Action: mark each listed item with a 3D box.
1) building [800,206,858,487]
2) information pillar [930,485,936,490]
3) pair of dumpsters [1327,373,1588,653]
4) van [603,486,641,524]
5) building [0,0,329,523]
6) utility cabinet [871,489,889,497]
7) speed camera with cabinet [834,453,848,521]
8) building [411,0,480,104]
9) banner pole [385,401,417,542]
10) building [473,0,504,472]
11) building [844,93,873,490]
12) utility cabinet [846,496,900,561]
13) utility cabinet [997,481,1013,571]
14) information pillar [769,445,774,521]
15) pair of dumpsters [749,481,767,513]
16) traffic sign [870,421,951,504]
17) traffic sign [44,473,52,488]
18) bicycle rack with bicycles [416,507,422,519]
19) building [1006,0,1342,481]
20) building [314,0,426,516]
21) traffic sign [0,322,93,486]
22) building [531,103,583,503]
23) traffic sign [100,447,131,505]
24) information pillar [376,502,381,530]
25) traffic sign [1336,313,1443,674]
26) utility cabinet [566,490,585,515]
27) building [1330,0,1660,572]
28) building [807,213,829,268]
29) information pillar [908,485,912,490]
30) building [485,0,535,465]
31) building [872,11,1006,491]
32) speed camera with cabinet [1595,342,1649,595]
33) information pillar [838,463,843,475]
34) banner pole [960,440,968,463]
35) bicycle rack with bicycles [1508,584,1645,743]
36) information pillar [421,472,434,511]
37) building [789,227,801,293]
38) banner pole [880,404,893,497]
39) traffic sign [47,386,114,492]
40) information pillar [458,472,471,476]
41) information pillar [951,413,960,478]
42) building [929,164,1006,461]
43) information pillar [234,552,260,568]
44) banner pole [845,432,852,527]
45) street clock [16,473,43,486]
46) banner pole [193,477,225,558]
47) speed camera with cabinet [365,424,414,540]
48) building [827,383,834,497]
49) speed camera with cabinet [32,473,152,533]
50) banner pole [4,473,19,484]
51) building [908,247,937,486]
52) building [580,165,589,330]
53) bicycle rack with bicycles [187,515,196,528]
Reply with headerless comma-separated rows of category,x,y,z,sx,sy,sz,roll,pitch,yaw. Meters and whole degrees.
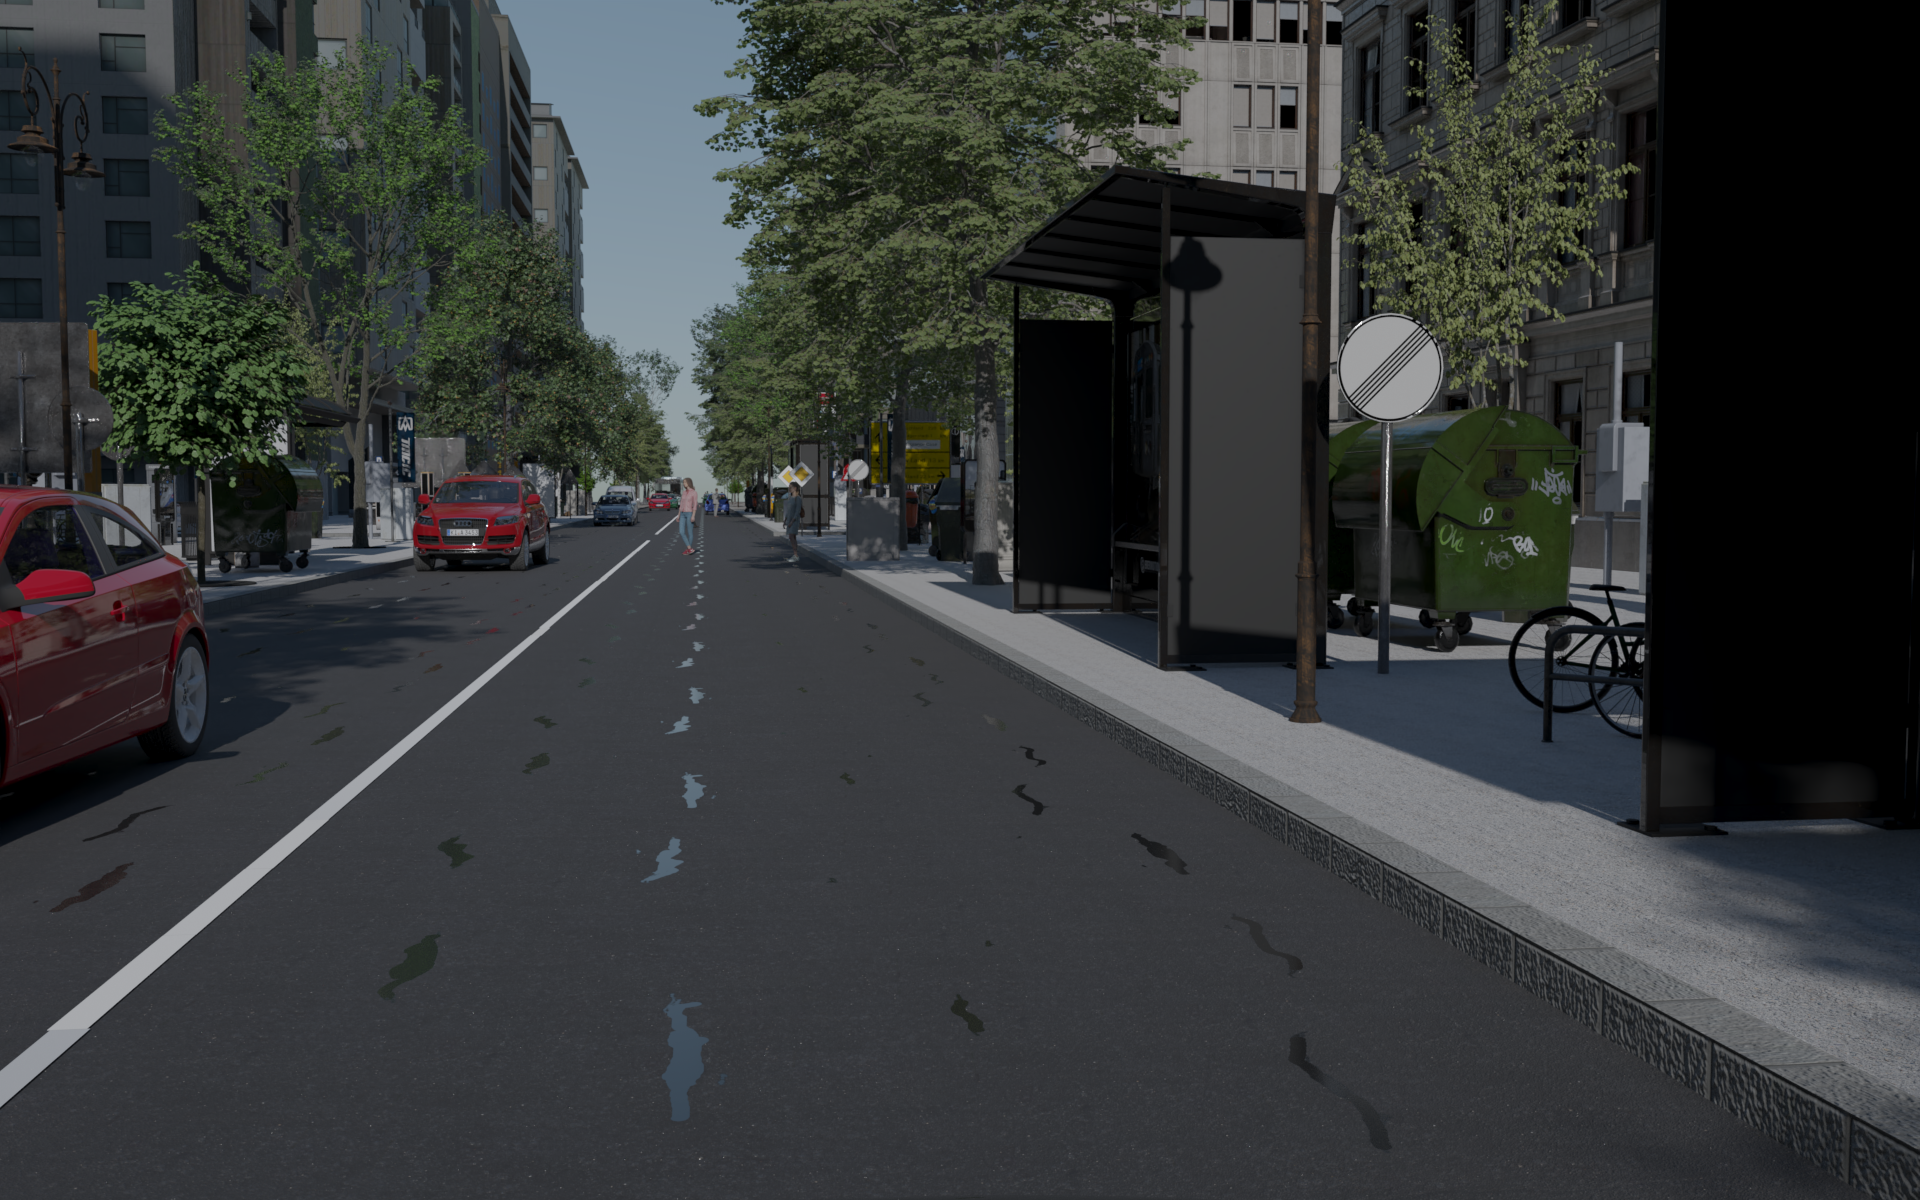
building,-17.070,-37.656,265.791,14.600,45.320,14.200,-1,4,-8
information pillar,-1.289,-4.982,85.939,0.304,2.012,0.304,2,4,35
pair of dumpsters,4.053,-0.826,15.991,1.574,2.255,4.437,-1,4,-8
van,-16.744,-4.792,85.363,2.013,2.044,4.112,-1,4,-10
building,-37.393,-18.706,77.544,14.160,30.474,14.107,-1,4,-8
utility cabinet,-3.582,-4.208,77.479,0.318,1.500,1.173,-2,4,-34
speed camera with cabinet,-5.726,-5.441,83.297,0.660,3.252,2.038,0,4,-4
building,-45.832,-27.738,137.105,14.154,41.232,14.086,-1,4,-8
banner pole,-15.036,-3.457,46.532,0.863,3.779,0.401,-2,4,-24
building,-47.840,-30.645,151.160,14.600,45.320,14.200,-1,4,-8
building,-0.103,-31.703,172.965,22.147,44.769,28.867,-1,4,-8
utility cabinet,-1.685,-1.364,33.457,1.020,1.237,0.306,0,4,-6
utility cabinet,0.968,-1.226,28.721,1.173,1.500,0.318,-1,4,-21
information pillar,-9.072,-5.624,83.303,0.183,3.616,0.504,-1,4,-11
pair of dumpsters,-13.678,-7.136,119.162,1.574,2.255,4.437,-1,4,-9
traffic sign,-1.374,-3.318,48.119,2.265,3.308,0.079,0,4,0
traffic sign,-11.447,-1.324,21.754,0.768,2.556,0.104,0,4,-4
bicycle rack with bicycles,-26.271,-4.553,87.829,2.852,0.926,2.925,0,4,-2
building,12.936,-15.981,79.309,19.932,24.808,12.078,-1,4,-8
building,-49.473,-31.866,110.247,28.713,52.752,27.495,-1,4,-8
traffic sign,-11.459,-1.634,20.593,2.265,3.308,0.079,0,4,1
building,-67.648,-39.548,235.843,28.713,52.752,27.495,-1,4,-8
traffic sign,-12.802,-1.609,26.415,0.768,2.556,0.104,0,4,1
information pillar,-20.711,-3.519,62.028,0.304,2.012,0.304,2,4,30
traffic sign,3.028,-0.746,12.307,0.768,2.556,0.104,0,4,-4
utility cabinet,-23.253,-5.889,104.961,1.173,1.500,0.318,1,4,13
building,15.015,-10.329,33.511,10.561,19.102,19.286,-1,4,-8
building,-15.314,-34.759,251.905,14.154,41.232,14.086,-1,4,-8
information pillar,-3.373,-7.024,119.336,0.304,2.012,0.304,3,5,41
building,-53.372,-33.309,168.306,21.300,48.544,21.600,-1,4,-8
building,-0.833,-28.591,151.054,14.154,41.232,14.086,-1,4,-8
speed camera with cabinet,8.882,-1.692,22.008,0.660,3.252,2.038,-1,4,-10
information pillar,-8.567,-8.052,123.005,0.504,3.616,0.183,-1,4,-9
banner pole,0.167,-5.544,80.657,0.401,3.779,0.863,-2,4,-33
bicycle rack with bicycles,4.258,0.257,9.188,2.925,0.926,2.852,3,5,44
information pillar,-17.991,-3.306,58.539,0.304,2.012,0.304,1,4,16
building,-16.733,-40.418,284.530,21.300,48.544,21.600,-1,4,-8
banner pole,-1.921,-3.507,47.358,0.863,3.779,0.401,0,4,4
traffic sign,-10.375,-1.244,20.448,0.768,2.556,0.104,0,4,-2
information pillar,-16.706,-3.302,58.475,0.304,2.012,0.304,3,4,36
information pillar,-0.211,-3.557,49.516,0.504,3.616,0.183,0,4,2
building,5.979,-16.069,104.526,13.314,21.916,24.055,-1,4,-8
information pillar,-12.388,-1.562,30.038,0.304,2.012,0.304,1,4,11
banner pole,-4.312,-4.783,68.219,0.401,3.779,0.863,0,4,4
street clock,-14.281,-1.348,26.604,0.358,2.002,0.471,1,4,9
banner pole,-14.914,-2.718,34.458,0.401,3.779,0.863,2,4,25
speed camera with cabinet,-16.076,-3.326,48.710,0.660,3.252,2.038,-3,5,-42
building,-12.923,-28.542,238.363,14.160,30.474,14.107,-1,4,-8
speed camera with cabinet,-14.414,-2.097,28.624,0.660,3.252,2.038,2,4,24
banner pole,-16.721,-2.486,30.666,0.863,3.779,0.401,1,4,21
building,2.401,-17.786,126.960,11.583,22.565,21.152,-1,4,-8
building,-71.429,-41.210,263.026,28.713,52.752,27.495,-1,4,-8
bicycle rack with bicycles,-29.987,-3.165,65.123,2.925,0.926,2.852,-2,4,-34
